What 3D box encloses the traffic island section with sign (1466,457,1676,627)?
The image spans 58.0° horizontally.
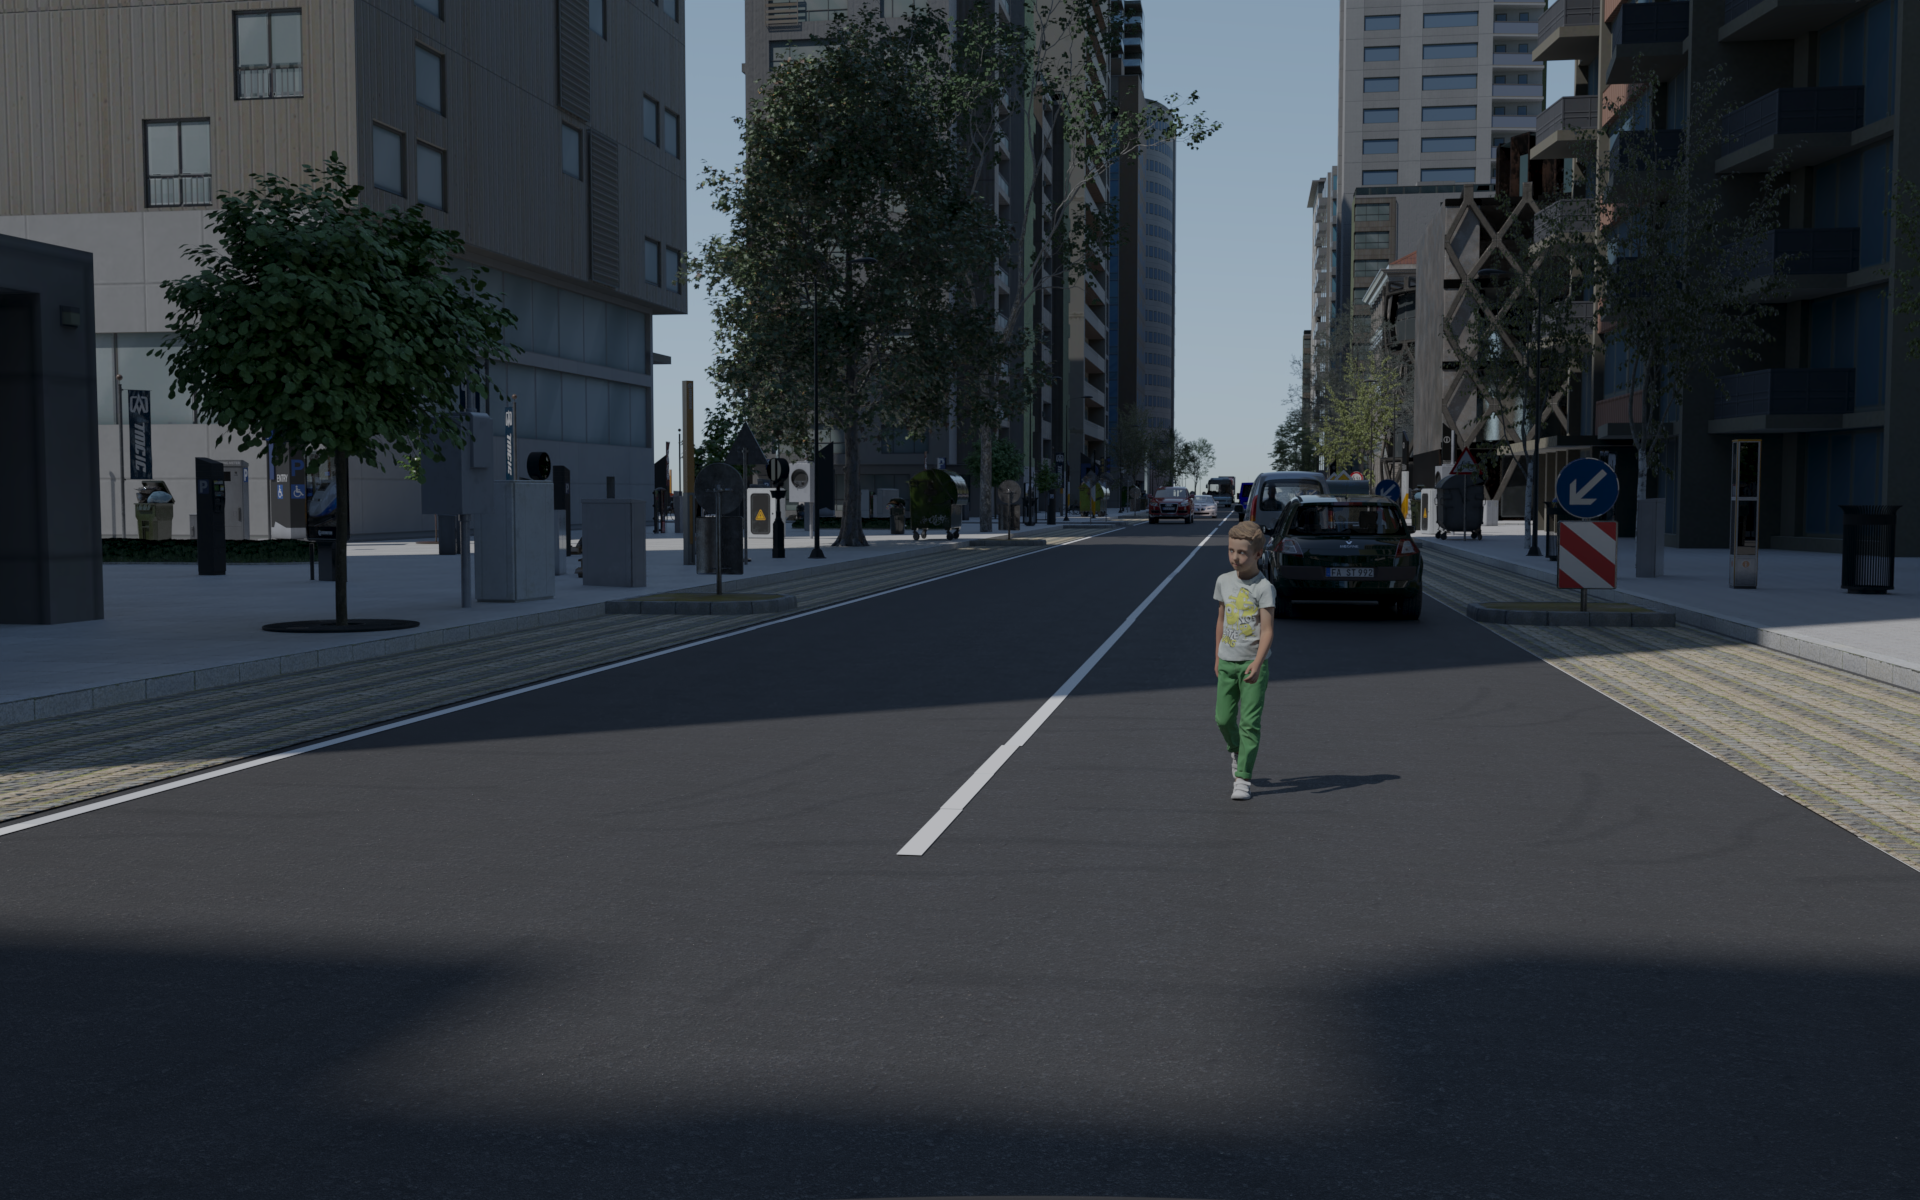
[{"bbox_3d":[6.820,-0.669,19.571,1.989,1.847,2.006,1,4,9],"label":"traffic island section with sign"}]

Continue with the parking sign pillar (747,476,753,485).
[{"bbox_3d":[-14.138,-8.072,120.441,1.447,3.967,1.447,-1,4,-22],"label":"parking sign pillar"}]

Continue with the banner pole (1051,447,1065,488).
[{"bbox_3d":[5.123,-6.211,91.559,0.863,3.779,0.401,0,4,-1],"label":"banner pole"}]

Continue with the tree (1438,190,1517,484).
[{"bbox_3d":[13.385,-5.528,40.747,4.360,8.622,3.978,0,3,0],"label":"tree"}]

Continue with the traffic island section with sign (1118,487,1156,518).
[{"bbox_3d":[10.370,-5.712,102.025,1.989,1.847,2.006,1,4,9],"label":"traffic island section with sign"}]

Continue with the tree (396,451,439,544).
[{"bbox_3d":[-13.398,-3.055,44.545,1.663,3.219,1.824,0,3,0],"label":"tree"}]

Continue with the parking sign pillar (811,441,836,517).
[{"bbox_3d":[-7.039,-6.092,88.070,1.447,3.967,1.447,0,4,8],"label":"parking sign pillar"}]

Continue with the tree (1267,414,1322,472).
[{"bbox_3d":[45.273,-19.333,234.222,7.486,12.596,7.792,0,3,0],"label":"tree"}]

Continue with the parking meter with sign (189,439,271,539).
[{"bbox_3d":[-16.355,-2.603,38.827,1.738,3.016,0.543,0,4,-5],"label":"parking meter with sign"}]

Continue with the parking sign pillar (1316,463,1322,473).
[{"bbox_3d":[30.829,-9.812,148.903,1.447,3.967,1.447,1,4,11],"label":"parking sign pillar"}]

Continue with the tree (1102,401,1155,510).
[{"bbox_3d":[13.414,-11.554,139.262,4.360,8.622,3.978,0,3,0],"label":"tree"}]

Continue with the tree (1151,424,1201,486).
[{"bbox_3d":[28.774,-18.151,231.178,8.767,10.594,7.601,-3,5,-40],"label":"tree"}]

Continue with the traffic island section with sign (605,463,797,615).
[{"bbox_3d":[-3.093,-0.779,21.364,1.989,1.847,2.006,1,4,9],"label":"traffic island section with sign"}]

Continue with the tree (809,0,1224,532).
[{"bbox_3d":[1.646,-12.279,56.647,12.611,20.169,13.585,0,3,0],"label":"tree"}]

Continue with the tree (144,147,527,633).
[{"bbox_3d":[-5.893,-2.003,16.466,4.285,4.588,4.351,0,3,0],"label":"tree"}]

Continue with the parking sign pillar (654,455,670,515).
[{"bbox_3d":[-20.205,-7.836,116.594,1.447,3.967,1.447,1,4,18],"label":"parking sign pillar"}]

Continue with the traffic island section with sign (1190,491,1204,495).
[{"bbox_3d":[27.682,-12.058,205.780,1.989,1.847,2.006,1,4,9],"label":"traffic island section with sign"}]

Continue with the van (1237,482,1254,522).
[{"bbox_3d":[15.674,-5.316,91.298,2.240,2.365,5.245,1,4,10],"label":"van"}]

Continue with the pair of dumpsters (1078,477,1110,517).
[{"bbox_3d":[7.498,-5.807,97.444,1.574,2.255,4.437,1,4,10],"label":"pair of dumpsters"}]

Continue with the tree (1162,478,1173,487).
[{"bbox_3d":[23.682,-12.278,195.345,1.663,3.219,1.824,0,3,0],"label":"tree"}]

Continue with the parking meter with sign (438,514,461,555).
[{"bbox_3d":[-10.925,-2.502,37.162,0.543,3.016,1.738,-1,4,-12],"label":"parking meter with sign"}]

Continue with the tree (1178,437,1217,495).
[{"bbox_3d":[42.715,-23.679,312.906,9.928,11.665,9.643,0,3,0],"label":"tree"}]

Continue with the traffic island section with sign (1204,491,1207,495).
[{"bbox_3d":[41.175,-17.003,286.625,1.989,1.847,2.006,1,4,9],"label":"traffic island section with sign"}]

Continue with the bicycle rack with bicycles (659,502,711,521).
[{"bbox_3d":[-12.993,-4.331,84.193,2.925,0.926,2.852,3,5,44],"label":"bicycle rack with bicycles"}]

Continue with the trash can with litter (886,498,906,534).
[{"bbox_3d":[-2.028,-2.688,55.343,0.624,1.170,1.055,0,4,1],"label":"trash can with litter"}]

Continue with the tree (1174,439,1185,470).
[{"bbox_3d":[19.058,-13.129,165.020,4.360,8.622,3.978,0,3,0],"label":"tree"}]

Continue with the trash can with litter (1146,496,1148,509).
[{"bbox_3d":[15.977,-8.392,148.602,0.624,1.170,1.055,0,4,-6],"label":"trash can with litter"}]

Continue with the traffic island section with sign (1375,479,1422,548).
[{"bbox_3d":[11.330,-2.322,46.587,1.989,1.847,2.006,1,4,9],"label":"traffic island section with sign"}]

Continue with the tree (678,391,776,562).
[{"bbox_3d":[-4.607,-2.339,32.844,1.663,3.219,1.824,0,3,0],"label":"tree"}]

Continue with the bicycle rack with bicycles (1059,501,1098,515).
[{"bbox_3d":[7.633,-5.776,107.815,2.925,0.926,2.852,0,4,-2],"label":"bicycle rack with bicycles"}]

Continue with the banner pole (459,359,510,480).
[{"bbox_3d":[-8.176,-2.408,29.384,0.401,3.779,0.863,2,4,31],"label":"banner pole"}]

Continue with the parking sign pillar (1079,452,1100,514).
[{"bbox_3d":[8.306,-7.454,110.338,1.447,3.967,1.447,1,4,9],"label":"parking sign pillar"}]

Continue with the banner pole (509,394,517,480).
[{"bbox_3d":[-11.303,-3.284,43.707,0.401,3.779,0.863,-3,4,-37],"label":"banner pole"}]

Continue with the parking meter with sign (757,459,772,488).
[{"bbox_3d":[-9.855,-5.558,87.134,0.543,3.016,1.738,-2,4,-31],"label":"parking meter with sign"}]

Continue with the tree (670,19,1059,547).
[{"bbox_3d":[-2.641,-7.672,42.447,9.611,12.733,9.660,0,3,0],"label":"tree"}]

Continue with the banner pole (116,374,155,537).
[{"bbox_3d":[-17.422,-2.843,36.498,0.401,3.779,0.863,3,5,42],"label":"banner pole"}]

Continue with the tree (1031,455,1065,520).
[{"bbox_3d":[4.209,-5.494,84.431,1.663,3.219,1.824,0,3,0],"label":"tree"}]

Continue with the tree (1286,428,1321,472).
[{"bbox_3d":[37.430,-14.558,188.383,4.360,8.622,3.978,0,3,0],"label":"tree"}]

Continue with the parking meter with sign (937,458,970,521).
[{"bbox_3d":[-0.285,-5.329,83.397,0.543,3.016,1.738,3,5,44],"label":"parking meter with sign"}]

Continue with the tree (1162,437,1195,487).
[{"bbox_3d":[27.711,-16.505,220.218,4.737,8.622,4.395,0,3,0],"label":"tree"}]

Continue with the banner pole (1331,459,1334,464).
[{"bbox_3d":[26.470,-8.153,123.312,0.401,3.779,0.863,0,4,-1],"label":"banner pole"}]

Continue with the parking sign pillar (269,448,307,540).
[{"bbox_3d":[-16.548,-3.313,42.632,1.447,3.967,1.447,-3,5,-41],"label":"parking sign pillar"}]

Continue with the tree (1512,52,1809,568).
[{"bbox_3d":[12.025,-4.855,29.740,4.360,8.622,3.978,0,3,0],"label":"tree"}]

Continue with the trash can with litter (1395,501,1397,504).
[{"bbox_3d":[23.281,-4.998,93.108,0.624,1.170,1.055,3,5,43],"label":"trash can with litter"}]

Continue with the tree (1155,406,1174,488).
[{"bbox_3d":[14.693,-11.896,144.855,4.360,8.622,3.978,0,3,0],"label":"tree"}]

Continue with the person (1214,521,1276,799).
[{"bbox_3d":[1.367,0.271,8.325,0.306,1.304,0.590,1,4,16],"label":"person"}]

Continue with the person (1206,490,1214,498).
[{"bbox_3d":[26.082,-10.592,181.642,0.705,1.831,1.348,-3,5,-45],"label":"person"}]

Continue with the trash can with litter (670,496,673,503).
[{"bbox_3d":[-20.183,-7.128,127.601,2.233,1.210,1.678,2,4,34],"label":"trash can with litter"}]

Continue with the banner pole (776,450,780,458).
[{"bbox_3d":[-7.347,-4.889,69.946,0.401,3.779,0.863,-1,4,-15],"label":"banner pole"}]

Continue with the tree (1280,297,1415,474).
[{"bbox_3d":[24.991,-12.076,107.819,12.009,13.543,11.850,0,3,0],"label":"tree"}]

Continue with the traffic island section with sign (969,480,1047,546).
[{"bbox_3d":[1.372,-2.421,48.209,1.989,1.847,2.006,1,4,9],"label":"traffic island section with sign"}]

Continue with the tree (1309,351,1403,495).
[{"bbox_3d":[20.676,-8.440,88.349,4.737,8.622,4.395,0,3,0],"label":"tree"}]

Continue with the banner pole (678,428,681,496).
[{"bbox_3d":[-10.744,-4.670,66.377,0.401,3.779,0.863,-1,4,-12],"label":"banner pole"}]

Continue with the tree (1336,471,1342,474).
[{"bbox_3d":[28.518,-8.287,130.095,1.663,3.219,1.824,0,3,0],"label":"tree"}]

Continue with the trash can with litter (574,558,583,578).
[{"bbox_3d":[-5.496,-0.947,26.876,0.624,1.170,1.055,1,4,20],"label":"trash can with litter"}]

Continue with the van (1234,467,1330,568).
[{"bbox_3d":[6.329,-1.622,33.530,2.013,2.044,4.112,0,4,8],"label":"van"}]
